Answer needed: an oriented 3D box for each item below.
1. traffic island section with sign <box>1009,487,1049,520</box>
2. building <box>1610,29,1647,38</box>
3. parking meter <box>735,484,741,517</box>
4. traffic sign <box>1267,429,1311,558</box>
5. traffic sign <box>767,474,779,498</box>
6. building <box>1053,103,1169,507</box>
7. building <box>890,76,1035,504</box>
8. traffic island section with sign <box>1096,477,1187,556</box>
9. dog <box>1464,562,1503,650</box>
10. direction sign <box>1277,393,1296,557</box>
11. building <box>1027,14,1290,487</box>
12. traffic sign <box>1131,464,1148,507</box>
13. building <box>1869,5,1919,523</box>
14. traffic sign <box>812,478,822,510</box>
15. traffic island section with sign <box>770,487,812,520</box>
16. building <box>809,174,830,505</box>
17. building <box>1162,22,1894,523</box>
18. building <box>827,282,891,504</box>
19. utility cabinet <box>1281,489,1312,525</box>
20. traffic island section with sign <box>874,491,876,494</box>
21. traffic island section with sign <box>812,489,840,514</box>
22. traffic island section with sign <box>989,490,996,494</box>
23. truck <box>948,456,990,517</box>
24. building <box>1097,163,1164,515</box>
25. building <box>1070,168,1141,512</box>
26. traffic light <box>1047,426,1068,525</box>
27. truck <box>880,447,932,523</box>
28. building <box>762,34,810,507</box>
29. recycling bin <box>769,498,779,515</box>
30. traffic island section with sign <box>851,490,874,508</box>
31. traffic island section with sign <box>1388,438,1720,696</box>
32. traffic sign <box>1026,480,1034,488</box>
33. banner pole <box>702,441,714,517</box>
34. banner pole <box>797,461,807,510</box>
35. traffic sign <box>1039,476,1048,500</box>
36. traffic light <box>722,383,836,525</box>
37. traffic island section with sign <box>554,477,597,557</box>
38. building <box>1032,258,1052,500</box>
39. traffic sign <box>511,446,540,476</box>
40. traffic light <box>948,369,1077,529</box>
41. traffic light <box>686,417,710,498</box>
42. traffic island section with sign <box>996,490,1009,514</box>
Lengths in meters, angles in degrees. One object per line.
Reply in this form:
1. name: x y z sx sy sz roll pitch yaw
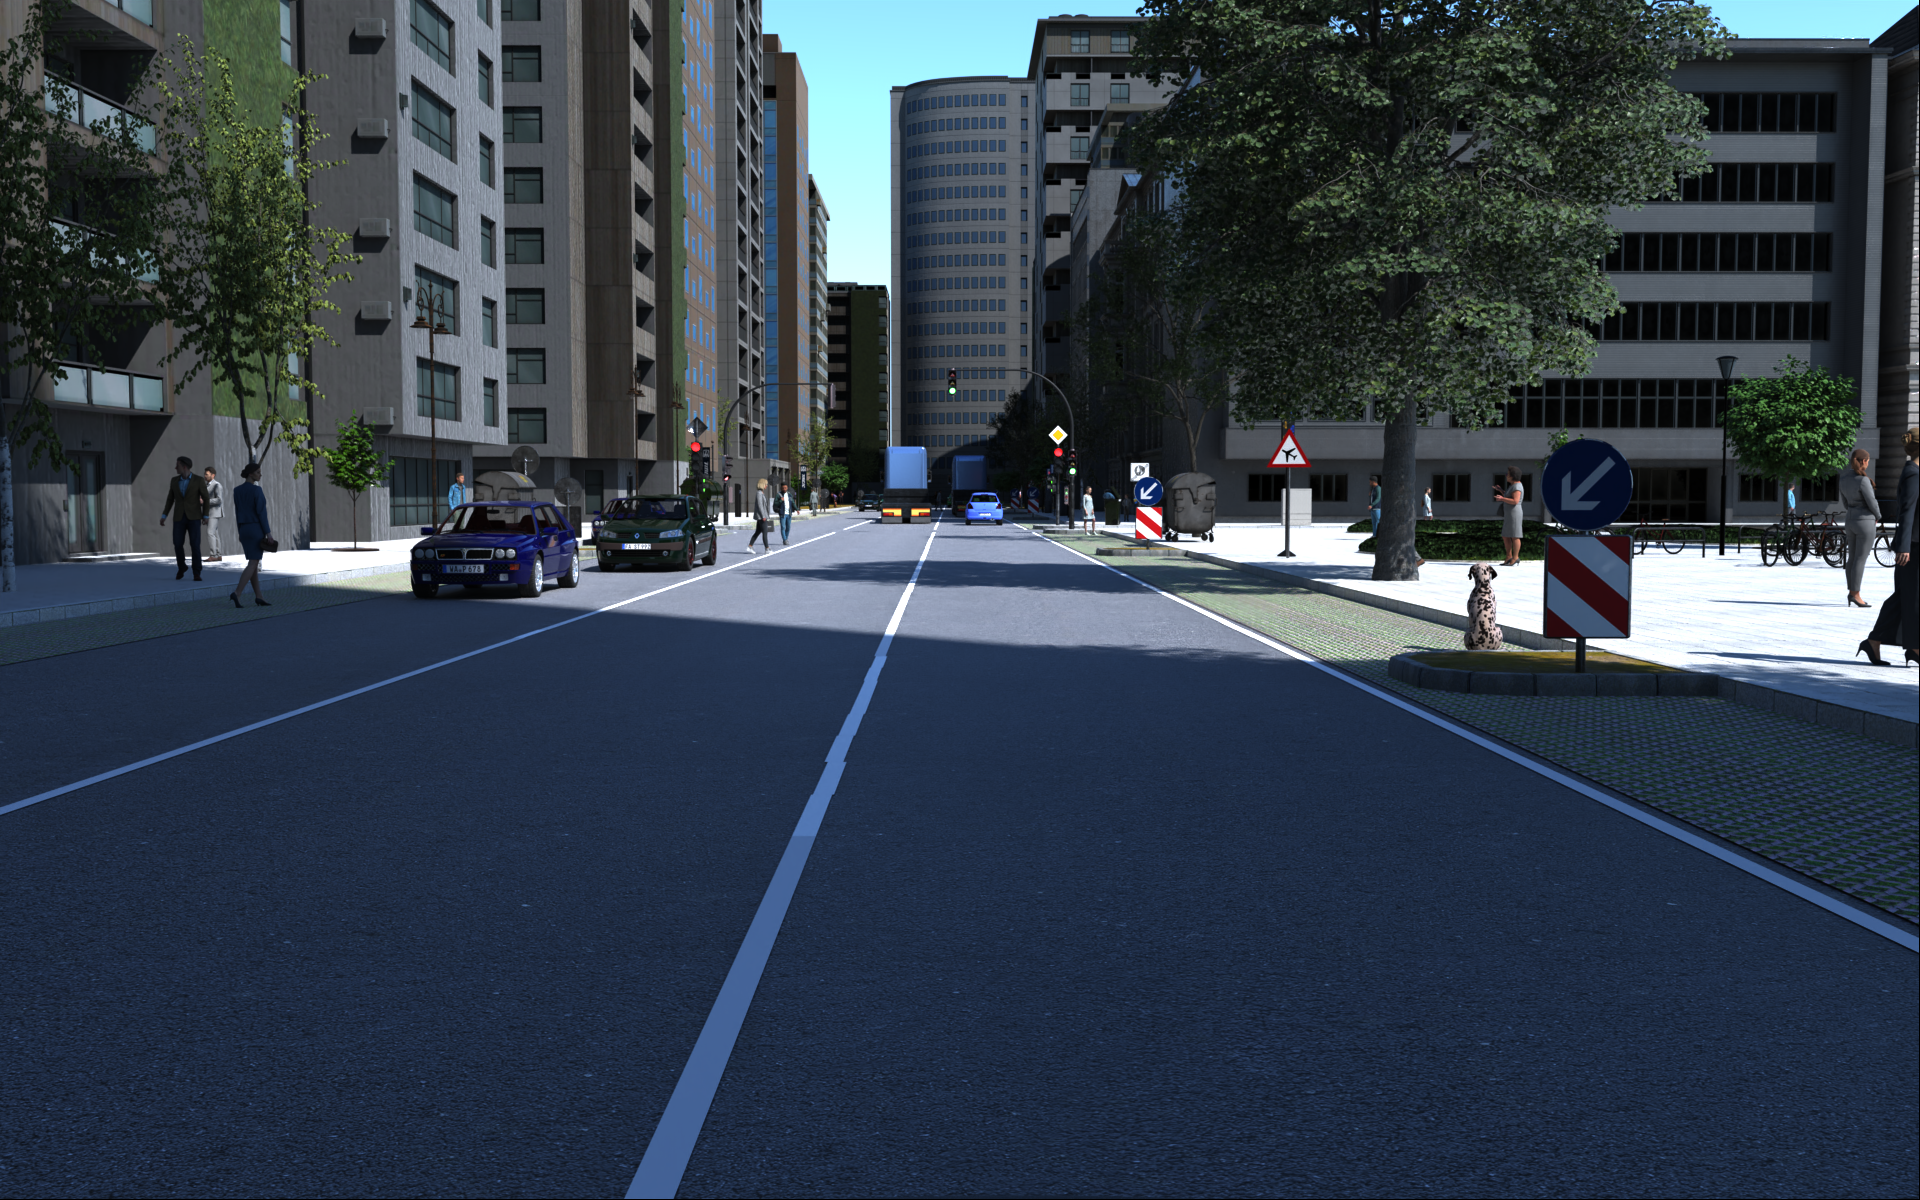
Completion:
1. traffic island section with sign: 3.902 -5.328 95.733 1.989 1.847 2.006 0 4 0
2. building: 62.717 -37.618 204.292 27.495 52.752 28.713 0 4 0
3. parking meter: -12.349 -5.545 96.364 0.255 1.863 0.399 1 4 14
4. traffic sign: 6.559 -2.115 34.584 0.884 2.594 0.081 0 4 2
5. traffic sign: -11.788 -6.685 109.411 0.768 2.556 0.104 0 4 2
6. building: 25.216 -28.940 165.049 32.217 40.220 23.993 0 4 0
7. building: 4.512 -42.796 241.714 28.212 58.520 21.231 0 4 0
8. traffic island section with sign: 4.210 -1.946 40.451 1.989 1.847 2.006 0 4 0
9. dog: 4.533 0.092 15.331 0.800 0.831 0.513 -3 4 -36
10. direction sign: 6.723 -2.663 35.542 0.379 3.537 0.876 2 4 27
11. building: 22.250 -36.765 190.346 28.713 52.752 27.495 0 4 0
12. traffic sign: 5.948 -3.379 57.378 0.606 2.300 0.079 0 4 4
13. building: 50.276 -15.325 79.449 19.941 23.489 11.050 0 4 0
14. traffic sign: -11.671 -8.630 141.208 0.768 2.556 0.104 0 4 1
15. traffic island section with sign: -9.415 -5.336 95.866 1.989 1.847 2.006 0 4 0
16. building: -27.523 -31.247 202.772 23.993 40.220 32.217 0 4 0
17. building: 25.268 -16.014 80.893 30.058 24.678 14.314 0 4 0
18. building: -16.700 -28.592 239.185 14.107 30.474 14.160 0 4 0
19. utility cabinet: 13.655 -3.770 70.324 1.173 1.500 0.318 0 4 -2
20. traffic island section with sign: -9.999 -11.705 200.010 1.989 1.847 2.006 0 4 0
21. traffic island section with sign: -9.582 -7.019 123.381 1.989 1.847 2.006 0 4 0
22. traffic island section with sign: 3.471 -10.042 172.817 1.989 1.847 2.006 0 4 0
23. truck: 0.790 -7.667 115.109 2.967 4.110 18.799 0 4 -1
24. building: 15.990 -17.688 108.278 14.460 24.649 34.723 0 4 0
25. building: 15.326 -19.442 135.903 12.078 24.808 19.932 0 4 0
26. traffic light: 3.992 -5.017 70.950 0.839 4.253 0.868 0 4 0
27. truck: -2.879 -6.276 92.367 2.967 4.110 18.799 0 4 -2
28. building: -22.573 -32.000 173.316 14.600 45.320 14.200 0 4 0
29. recycling bin: -11.523 -5.870 108.532 0.722 1.027 0.722 0 4 6
30. traffic island section with sign: -9.845 -10.057 173.055 1.989 1.847 2.006 0 4 0
31. traffic island section with sign: 4.360 -0.276 13.135 1.989 1.847 2.006 0 4 0
32. traffic sign: 6.033 -8.957 146.457 0.884 2.594 0.081 1 4 9
33. banner pole: -11.764 -5.577 81.200 0.863 3.779 0.401 2 4 30
34. banner pole: -11.937 -8.586 130.398 0.863 3.779 0.401 -1 4 -18
35. traffic sign: 6.089 -7.564 123.669 0.884 2.594 0.081 0 4 1
36. traffic light: -7.477 -5.886 70.905 4.771 5.953 1.251 0 4 0
37. traffic island section with sign: -9.109 -1.919 40.008 1.989 1.847 2.006 0 4 0
38. building: 15.735 -26.941 212.180 14.160 30.474 14.107 0 4 0
39. traffic sign: -11.429 -2.780 45.554 0.768 2.556 0.104 0 4 5
40. traffic light: 1.945 -5.391 62.812 4.771 5.953 1.251 0 4 0
41. traffic light: -9.524 -4.523 62.874 0.839 4.253 0.868 0 4 0
42. traffic island section with sign: 3.758 -6.976 122.687 1.989 1.847 2.006 0 4 0
